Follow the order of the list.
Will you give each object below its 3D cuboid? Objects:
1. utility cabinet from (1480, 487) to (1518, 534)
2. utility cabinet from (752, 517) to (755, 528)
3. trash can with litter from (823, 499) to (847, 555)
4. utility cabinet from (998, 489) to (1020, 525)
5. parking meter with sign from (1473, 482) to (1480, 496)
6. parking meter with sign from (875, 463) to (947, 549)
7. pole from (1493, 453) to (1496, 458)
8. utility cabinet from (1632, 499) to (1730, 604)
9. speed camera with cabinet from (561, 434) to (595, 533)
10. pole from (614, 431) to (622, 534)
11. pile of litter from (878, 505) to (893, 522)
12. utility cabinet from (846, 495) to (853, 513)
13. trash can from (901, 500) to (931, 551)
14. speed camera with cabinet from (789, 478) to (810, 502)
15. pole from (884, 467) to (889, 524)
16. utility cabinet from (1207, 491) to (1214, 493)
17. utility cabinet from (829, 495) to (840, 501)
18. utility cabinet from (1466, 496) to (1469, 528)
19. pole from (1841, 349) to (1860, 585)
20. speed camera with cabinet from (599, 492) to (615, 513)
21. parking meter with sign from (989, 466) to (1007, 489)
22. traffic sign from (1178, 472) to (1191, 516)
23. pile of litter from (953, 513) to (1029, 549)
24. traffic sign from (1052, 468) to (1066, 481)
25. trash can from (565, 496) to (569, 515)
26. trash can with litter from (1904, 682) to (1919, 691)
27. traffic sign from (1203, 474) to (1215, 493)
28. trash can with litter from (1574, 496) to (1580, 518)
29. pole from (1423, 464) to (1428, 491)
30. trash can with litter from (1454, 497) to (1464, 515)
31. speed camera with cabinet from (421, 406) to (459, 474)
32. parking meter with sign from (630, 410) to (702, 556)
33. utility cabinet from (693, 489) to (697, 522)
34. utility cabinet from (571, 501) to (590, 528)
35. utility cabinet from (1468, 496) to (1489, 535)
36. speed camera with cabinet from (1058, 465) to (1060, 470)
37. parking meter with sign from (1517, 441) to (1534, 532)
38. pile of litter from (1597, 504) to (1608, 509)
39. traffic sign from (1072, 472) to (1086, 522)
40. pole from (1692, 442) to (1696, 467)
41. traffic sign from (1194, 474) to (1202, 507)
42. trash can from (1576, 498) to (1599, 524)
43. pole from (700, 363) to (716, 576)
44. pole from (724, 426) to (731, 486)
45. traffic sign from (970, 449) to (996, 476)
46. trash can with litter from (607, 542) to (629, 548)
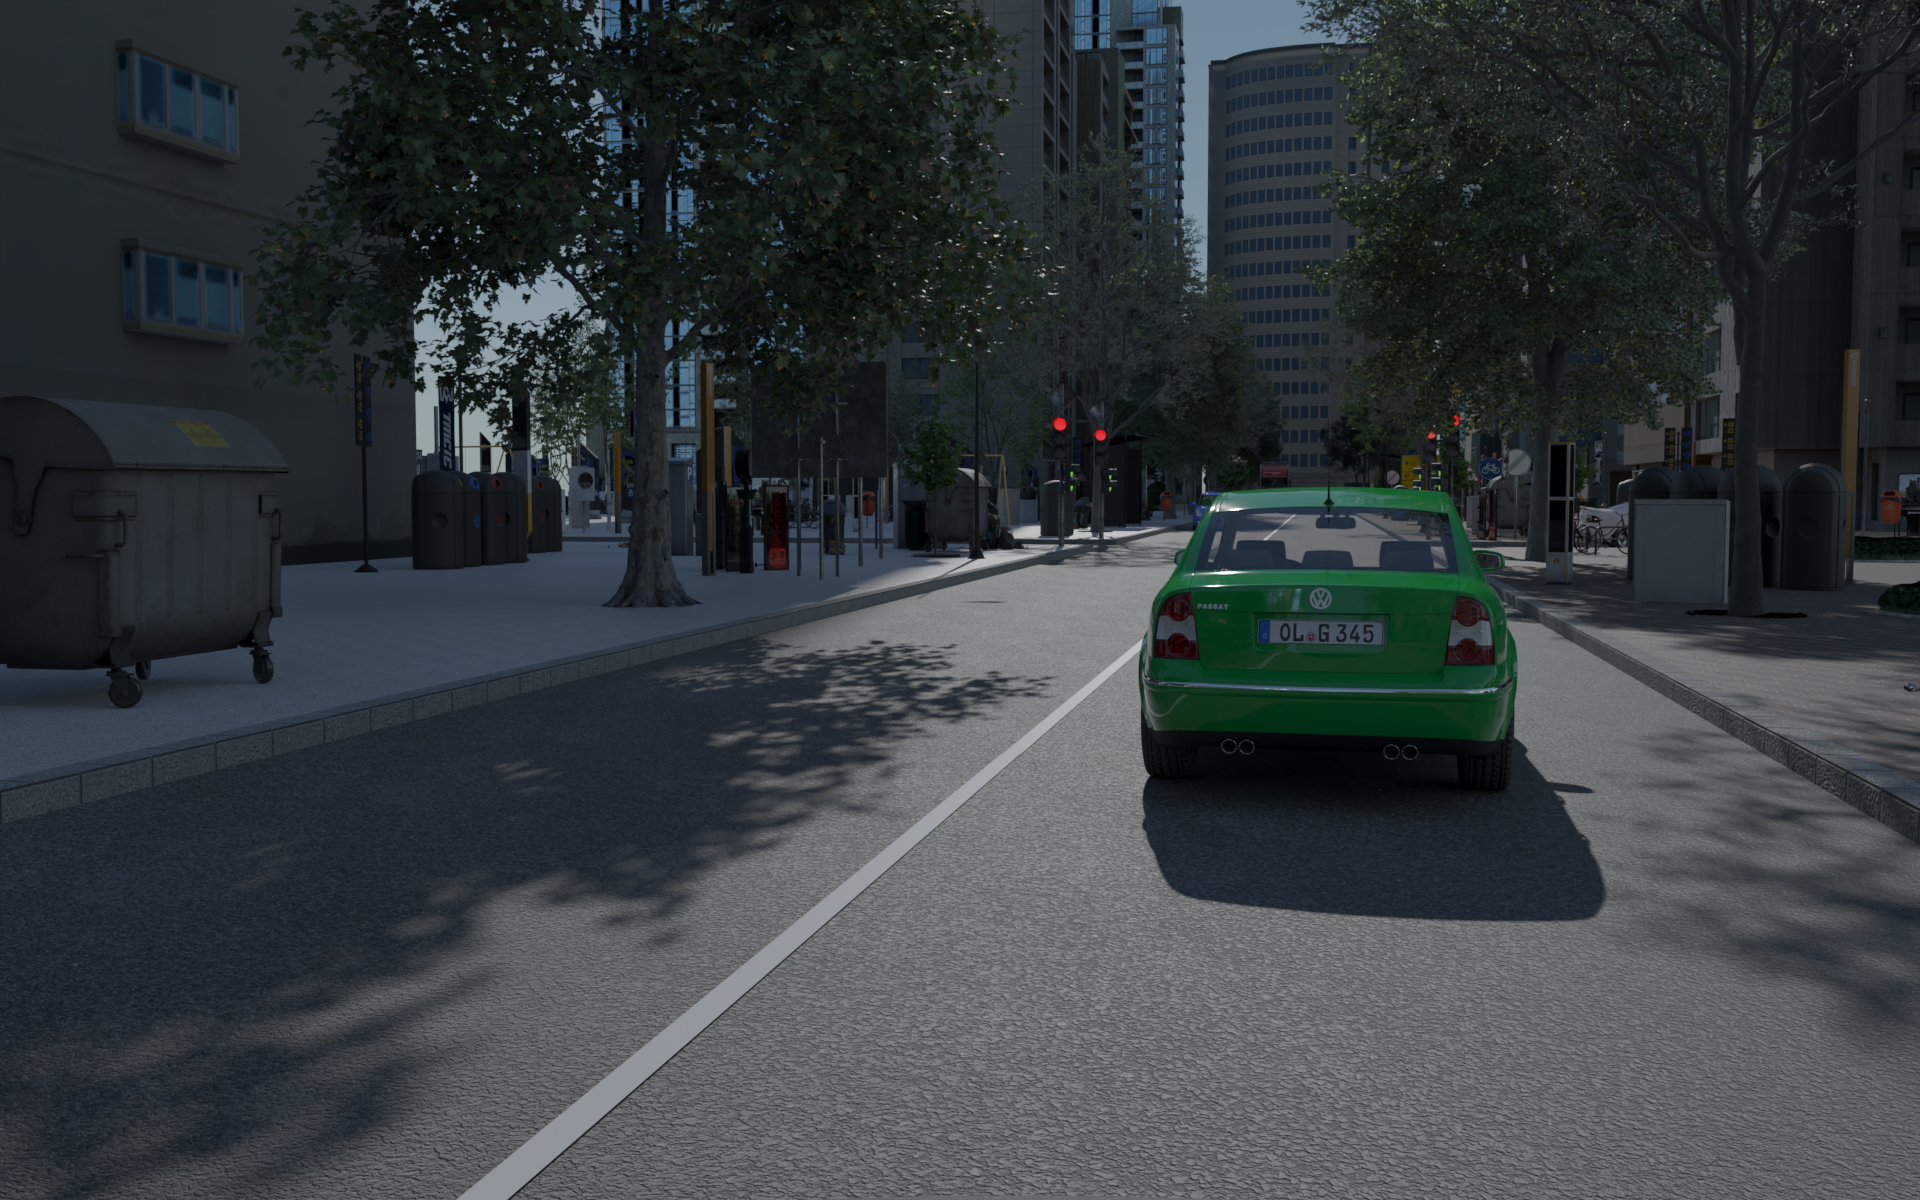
[{"bbox_3d":[17.345,-2.880,55.772,0.318,1.500,1.173,-3,5,-44],"label":"utility cabinet"},{"bbox_3d":[-8.287,-3.441,64.932,1.173,1.500,0.318,-2,4,-28],"label":"utility cabinet"},{"bbox_3d":[-2.611,-1.556,36.829,0.624,1.170,1.055,-1,4,-15],"label":"trash can with litter"},{"bbox_3d":[2.016,-3.838,71.426,0.318,1.500,1.173,2,4,35],"label":"utility cabinet"},{"bbox_3d":[28.830,-6.154,96.886,1.738,3.016,0.543,-1,4,-20],"label":"parking meter with sign"},{"bbox_3d":[-1.172,-2.707,40.526,1.738,3.016,0.543,-1,4,-20],"label":"parking meter with sign"},{"bbox_3d":[26.231,-5.579,85.062,0.158,3.312,0.155,0,3,0],"label":"pole"},{"bbox_3d":[8.575,-0.577,20.602,1.020,1.237,0.306,2,4,32],"label":"utility cabinet"},{"bbox_3d":[-12.995,-3.812,56.655,2.038,3.252,0.660,-3,5,-40],"label":"speed camera with cabinet"},{"bbox_3d":[-11.133,-3.820,56.308,0.158,3.312,0.155,0,3,0],"label":"pole"},{"bbox_3d":[-3.339,-4.059,80.329,1.176,0.858,1.719,1,4,9],"label":"pile of litter"},{"bbox_3d":[-7.125,-6.367,115.255,1.020,1.237,0.306,2,4,35],"label":"utility cabinet"},{"bbox_3d":[-0.961,-1.698,39.422,0.748,1.137,0.748,0,3,0],"label":"trash can"},{"bbox_3d":[-9.154,-6.111,94.248,2.038,3.252,0.660,1,4,15],"label":"speed camera with cabinet"},{"bbox_3d":[-3.201,-4.992,75.464,0.158,3.312,0.155,0,3,0],"label":"pole"},{"bbox_3d":[17.920,-7.012,123.325,0.318,1.500,1.173,2,4,31],"label":"utility cabinet"},{"bbox_3d":[-9.078,-6.962,124.986,1.020,1.237,0.306,3,5,44],"label":"utility cabinet"},{"bbox_3d":[19.552,-3.351,65.946,0.306,1.237,1.020,2,4,31],"label":"utility cabinet"},{"bbox_3d":[12.589,-1.877,24.532,0.158,3.312,0.155,0,3,0],"label":"pole"},{"bbox_3d":[-23.898,-7.357,114.624,2.038,3.252,0.660,1,4,17],"label":"speed camera with cabinet"},{"bbox_3d":[2.077,-6.906,109.170,1.738,3.016,0.543,-1,4,-15],"label":"parking meter with sign"},{"bbox_3d":[12.897,-6.079,99.492,0.768,2.556,0.104,1,4,21],"label":"traffic sign"},{"bbox_3d":[0.719,-1.629,40.595,1.719,0.858,1.176,1,4,23],"label":"pile of litter"},{"bbox_3d":[4.177,-4.307,70.421,0.884,2.594,0.081,1,4,18],"label":"traffic sign"},{"bbox_3d":[-23.813,-5.653,104.081,0.748,1.137,0.748,0,3,0],"label":"trash can"},{"bbox_3d":[6.641,0.048,10.280,1.678,1.210,2.233,-1,4,-8],"label":"trash can with litter"},{"bbox_3d":[15.994,-6.801,111.302,0.768,2.556,0.104,1,4,14],"label":"traffic sign"},{"bbox_3d":[30.602,-4.537,85.240,2.233,1.210,1.678,-3,5,-42],"label":"trash can with litter"},{"bbox_3d":[15.142,-3.816,56.240,0.158,3.312,0.155,0,3,0],"label":"pole"},{"bbox_3d":[34.243,-6.650,120.117,1.055,1.170,0.624,0,4,-4],"label":"trash can with litter"},{"bbox_3d":[-11.058,-2.736,39.065,2.038,3.252,0.660,0,4,7],"label":"speed camera with cabinet"},{"bbox_3d":[-5.944,-2.436,36.093,1.738,3.016,0.543,1,4,13],"label":"parking meter with sign"},{"bbox_3d":[-11.997,-4.287,78.765,0.318,1.500,1.173,3,4,37],"label":"utility cabinet"},{"bbox_3d":[-14.320,-3.470,65.421,0.318,1.500,1.173,0,4,7],"label":"utility cabinet"},{"bbox_3d":[16.464,-2.659,54.636,0.306,1.237,1.020,3,4,37],"label":"utility cabinet"},{"bbox_3d":[6.289,-7.536,117.551,0.660,3.252,2.038,-1,4,-19],"label":"speed camera with cabinet"},{"bbox_3d":[18.791,-3.710,56.917,0.543,3.016,1.738,0,4,-2],"label":"parking meter with sign"},{"bbox_3d":[28.207,-3.825,76.507,1.176,0.858,1.719,-1,4,-9],"label":"pile of litter"},{"bbox_3d":[4.708,-4.313,70.528,0.884,2.594,0.081,1,4,21],"label":"traffic sign"},{"bbox_3d":[28.840,-4.549,68.214,0.158,3.312,0.155,0,3,0],"label":"pole"},{"bbox_3d":[15.262,-6.857,112.221,0.768,2.556,0.104,1,4,14],"label":"traffic sign"},{"bbox_3d":[21.300,-2.886,58.837,0.748,1.137,0.748,0,3,0],"label":"trash can"},{"bbox_3d":[-3.948,-2.036,27.129,0.158,3.312,0.155,0,3,0],"label":"pole"},{"bbox_3d":[-7.001,-3.572,52.240,0.158,3.312,0.155,0,3,0],"label":"pole"},{"bbox_3d":[0.606,-3.073,50.242,0.884,2.594,0.081,1,4,13],"label":"traffic sign"},{"bbox_3d":[-7.712,-1.884,41.854,1.678,1.210,2.233,-1,4,-22],"label":"trash can with litter"}]
